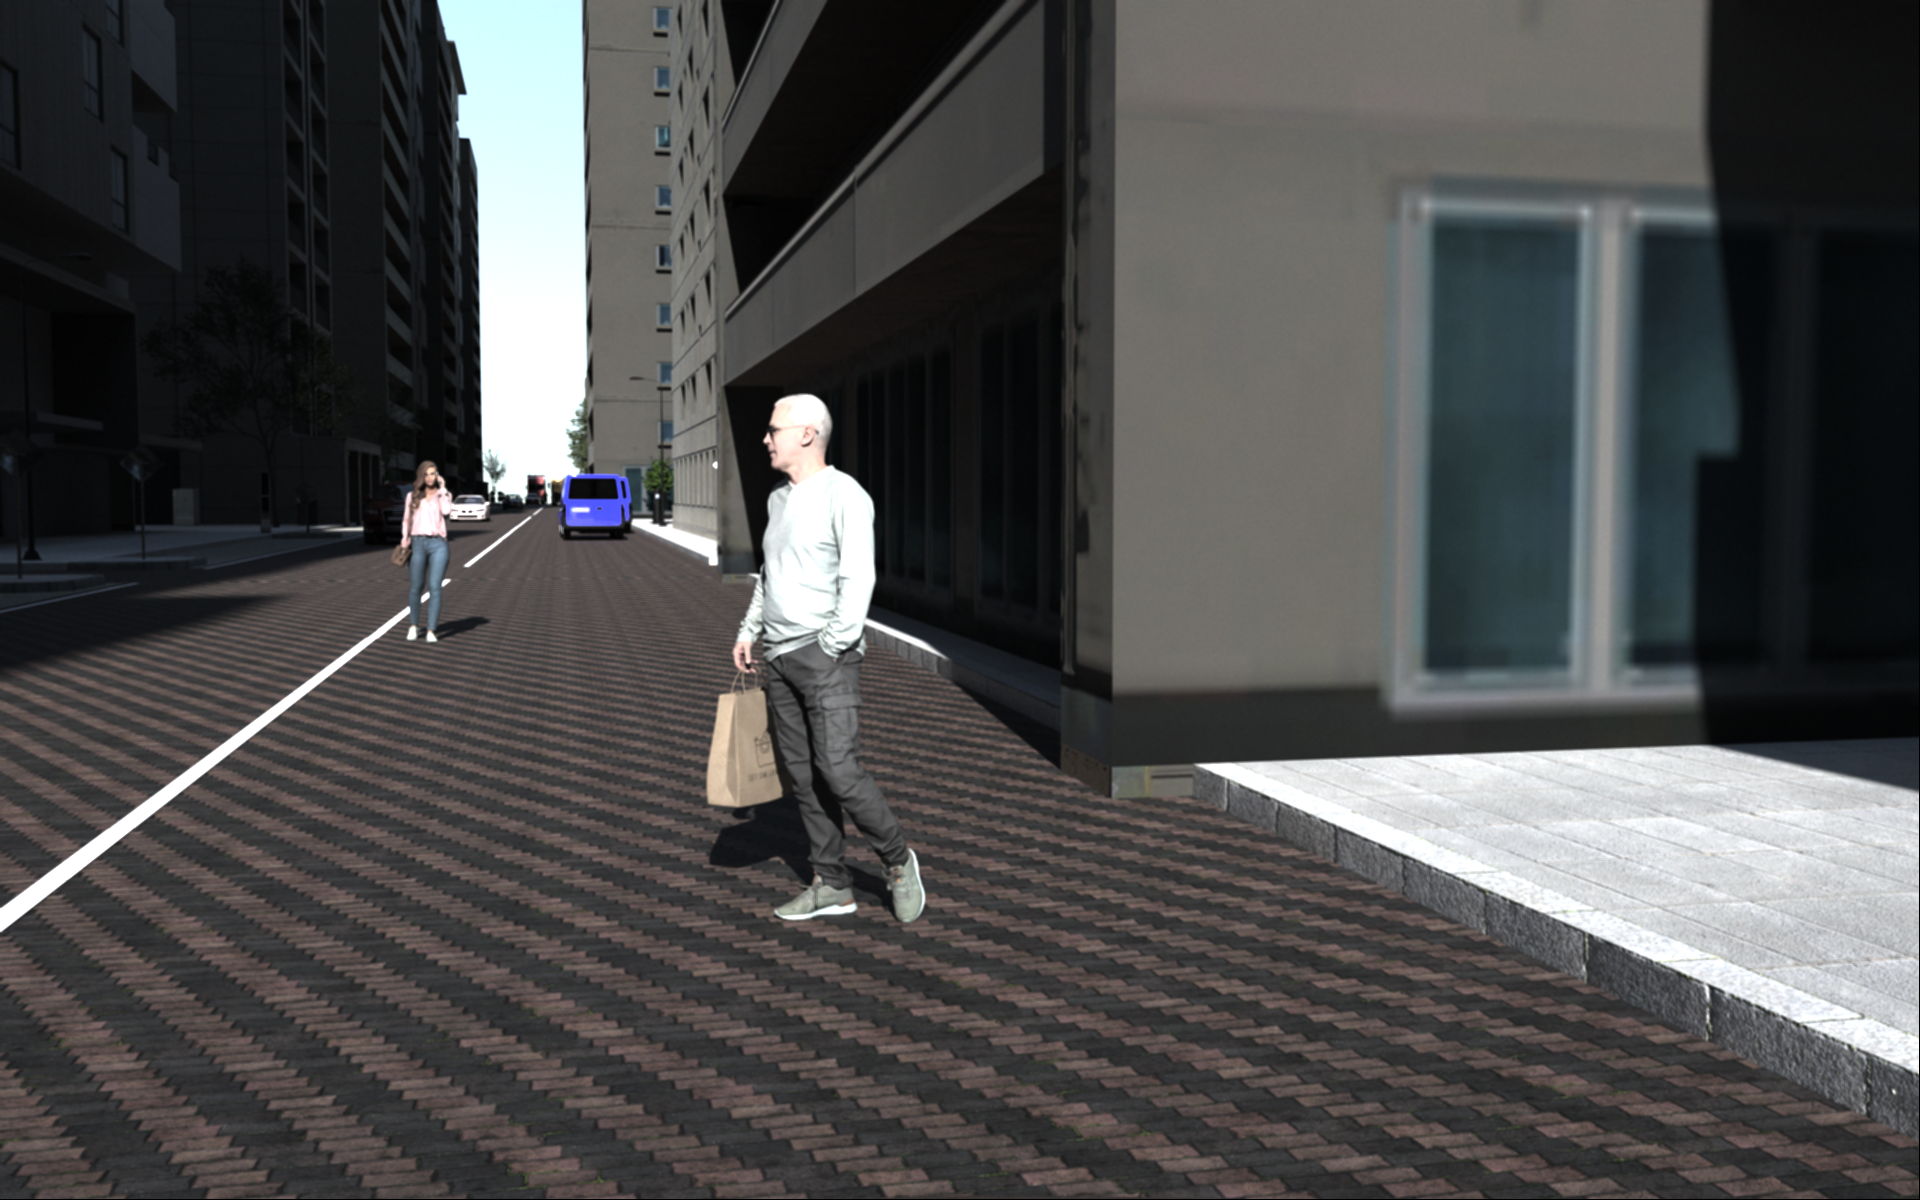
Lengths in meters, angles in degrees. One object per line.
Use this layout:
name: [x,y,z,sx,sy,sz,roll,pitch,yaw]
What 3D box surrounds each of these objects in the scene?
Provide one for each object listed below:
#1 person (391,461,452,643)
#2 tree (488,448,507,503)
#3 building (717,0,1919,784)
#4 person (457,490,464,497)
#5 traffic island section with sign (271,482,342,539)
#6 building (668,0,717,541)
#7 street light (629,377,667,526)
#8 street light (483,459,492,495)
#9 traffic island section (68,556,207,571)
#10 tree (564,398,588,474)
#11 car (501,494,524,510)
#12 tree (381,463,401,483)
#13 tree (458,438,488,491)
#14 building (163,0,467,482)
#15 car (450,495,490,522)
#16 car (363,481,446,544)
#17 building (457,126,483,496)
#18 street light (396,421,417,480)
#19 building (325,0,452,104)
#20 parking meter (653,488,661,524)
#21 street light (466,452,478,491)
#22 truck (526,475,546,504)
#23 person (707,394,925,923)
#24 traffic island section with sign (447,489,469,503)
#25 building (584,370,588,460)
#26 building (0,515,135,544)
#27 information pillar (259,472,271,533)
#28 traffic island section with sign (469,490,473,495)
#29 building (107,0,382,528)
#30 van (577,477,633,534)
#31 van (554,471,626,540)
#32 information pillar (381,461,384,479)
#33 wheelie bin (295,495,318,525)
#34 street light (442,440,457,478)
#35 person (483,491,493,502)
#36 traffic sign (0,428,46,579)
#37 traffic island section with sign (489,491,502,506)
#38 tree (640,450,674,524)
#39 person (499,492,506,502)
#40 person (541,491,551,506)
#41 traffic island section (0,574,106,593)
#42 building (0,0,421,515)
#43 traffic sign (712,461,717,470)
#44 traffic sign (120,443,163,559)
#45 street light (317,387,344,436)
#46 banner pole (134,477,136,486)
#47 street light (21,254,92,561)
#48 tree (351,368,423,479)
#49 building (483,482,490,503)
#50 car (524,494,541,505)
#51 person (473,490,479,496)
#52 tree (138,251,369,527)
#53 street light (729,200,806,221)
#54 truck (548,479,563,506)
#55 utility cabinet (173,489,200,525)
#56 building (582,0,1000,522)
person: [-5.225,-0.477,16.881,0.593,1.750,0.643,-1,4,-10]
tree: [-70.572,-19.083,262.368,4.737,8.622,4.395,0,3,0]
building: [8.737,-24.193,19.254,21.300,48.544,21.600,-1,4,-13]
person: [-36.312,-7.145,125.996,0.551,1.740,0.621,-2,4,-24]
traffic island section with sign: [-21.199,-2.915,56.292,1.989,1.847,2.006,-1,4,-13]
building: [6.339,-12.812,54.509,28.899,21.520,27.650,-1,4,-13]
street light: [-12.381,-5.887,68.795,1.470,5.913,1.316,-1,4,-13]
street light: [-62.770,-15.747,230.001,1.470,5.913,1.316,-1,4,-13]
traffic island section: [-16.042,-0.717,33.997,2.009,0.180,2.903,-1,4,-13]
tree: [-40.177,-16.705,191.255,7.486,12.596,7.792,0,3,0]
car: [-40.586,-9.015,157.187,2.009,1.686,4.222,-1,4,-13]
tree: [-35.004,-6.816,106.047,1.663,3.219,1.824,0,3,0]
tree: [-53.131,-14.146,181.643,4.737,8.622,4.395,0,3,0]
building: [-71.277,-37.193,197.341,28.713,52.752,27.495,-1,4,-13]
car: [-25.578,-4.774,90.419,2.083,1.381,4.827,-1,4,-12]
car: [-16.399,-2.606,51.279,2.281,1.827,5.304,-1,4,-13]
building: [-73.067,-36.605,222.200,21.300,48.544,21.600,-1,4,-13]
street light: [-34.739,-8.327,108.691,1.470,5.913,1.316,-1,4,-13]
building: [-58.913,-32.915,161.854,21.300,48.544,21.600,-1,4,-13]
parking meter: [-12.941,-4.013,74.024,0.372,1.533,0.369,0,3,0]
street light: [-53.407,-13.256,189.280,1.470,5.913,1.316,-1,4,-13]
truck: [-62.060,-16.202,253.819,2.839,4.237,11.283,-1,4,-12]
person: [-0.514,0.187,5.937,0.515,1.767,0.782,-3,5,-40]
traffic island section with sign: [-38.440,-7.486,131.022,1.989,1.847,2.006,-1,4,-13]
building: [-40.777,-25.036,254.369,27.650,21.520,28.899,-1,4,-13]
building: [-36.586,-27.765,43.195,28.713,52.752,27.495,-1,4,-13]
information pillar: [-22.855,-3.209,56.959,0.304,2.012,0.304,-2,4,-26]
traffic island section with sign: [-44.608,-9.122,157.773,1.989,1.847,2.006,-1,4,-13]
building: [-38.282,-39.199,79.155,20.563,71.187,20.611,-1,4,-13]
van: [-13.288,-3.670,64.382,2.240,2.365,5.245,-1,4,-14]
van: [-11.852,-3.129,55.538,2.240,2.365,5.245,-1,4,-14]
information pillar: [-34.951,-6.914,104.400,0.504,3.616,0.183,1,4,18]
wheelie bin: [-26.729,-3.858,70.982,0.693,1.594,0.980,1,4,18]
street light: [-44.085,-10.818,149.416,1.470,5.913,1.316,-1,4,-13]
person: [-49.118,-10.475,179.897,1.348,1.807,0.705,-3,5,-41]
traffic sign: [-14.226,-1.377,26.159,0.795,2.450,0.064,-1,4,-13]
traffic island section with sign: [-57.022,-12.414,211.599,1.989,1.847,2.006,-1,4,-13]
tree: [-13.146,-4.955,75.608,1.663,3.219,1.824,0,3,0]
person: [-62.034,-13.826,235.371,1.217,1.723,0.721,0,4,5]
person: [-49.787,-12.214,208.204,1.348,1.822,0.705,1,4,18]
traffic island section: [-14.247,-0.241,26.216,2.009,0.180,2.903,-1,4,-13]
building: [-57.166,-33.501,136.978,28.713,52.752,27.495,-1,4,-13]
traffic sign: [-4.815,-2.009,36.494,0.795,2.450,0.064,-1,4,-13]
traffic sign: [-16.021,-1.853,33.940,0.795,2.450,0.064,-1,4,-13]
street light: [-27.012,-6.235,74.478,1.470,5.913,1.316,-1,4,-13]
banner pole: [-32.838,-4.811,68.669,0.401,3.779,0.863,0,4,-2]
street light: [-17.458,-3.728,33.495,1.470,5.913,1.316,-1,4,-13]
tree: [-33.550,-9.204,100.847,4.360,8.622,3.978,0,3,0]
building: [-83.402,-33.739,243.516,32.217,40.220,23.993,-1,4,-13]
car: [-55.103,-13.102,223.259,2.155,1.783,4.494,-1,4,-12]
person: [-44.742,-9.283,160.234,0.705,1.831,1.348,2,4,34]
tree: [-26.665,-8.090,66.688,7.601,10.594,8.767,2,4,33]
street light: [-2.952,-3.370,27.637,1.470,5.913,1.316,-1,4,-13]
truck: [-50.303,-13.628,218.747,3.469,3.379,9.791,-1,4,-13]
utility cabinet: [-31.276,-3.750,69.984,1.173,1.500,0.318,2,4,26]
building: [-10.824,-29.161,100.489,21.300,48.544,21.600,-1,4,-13]
